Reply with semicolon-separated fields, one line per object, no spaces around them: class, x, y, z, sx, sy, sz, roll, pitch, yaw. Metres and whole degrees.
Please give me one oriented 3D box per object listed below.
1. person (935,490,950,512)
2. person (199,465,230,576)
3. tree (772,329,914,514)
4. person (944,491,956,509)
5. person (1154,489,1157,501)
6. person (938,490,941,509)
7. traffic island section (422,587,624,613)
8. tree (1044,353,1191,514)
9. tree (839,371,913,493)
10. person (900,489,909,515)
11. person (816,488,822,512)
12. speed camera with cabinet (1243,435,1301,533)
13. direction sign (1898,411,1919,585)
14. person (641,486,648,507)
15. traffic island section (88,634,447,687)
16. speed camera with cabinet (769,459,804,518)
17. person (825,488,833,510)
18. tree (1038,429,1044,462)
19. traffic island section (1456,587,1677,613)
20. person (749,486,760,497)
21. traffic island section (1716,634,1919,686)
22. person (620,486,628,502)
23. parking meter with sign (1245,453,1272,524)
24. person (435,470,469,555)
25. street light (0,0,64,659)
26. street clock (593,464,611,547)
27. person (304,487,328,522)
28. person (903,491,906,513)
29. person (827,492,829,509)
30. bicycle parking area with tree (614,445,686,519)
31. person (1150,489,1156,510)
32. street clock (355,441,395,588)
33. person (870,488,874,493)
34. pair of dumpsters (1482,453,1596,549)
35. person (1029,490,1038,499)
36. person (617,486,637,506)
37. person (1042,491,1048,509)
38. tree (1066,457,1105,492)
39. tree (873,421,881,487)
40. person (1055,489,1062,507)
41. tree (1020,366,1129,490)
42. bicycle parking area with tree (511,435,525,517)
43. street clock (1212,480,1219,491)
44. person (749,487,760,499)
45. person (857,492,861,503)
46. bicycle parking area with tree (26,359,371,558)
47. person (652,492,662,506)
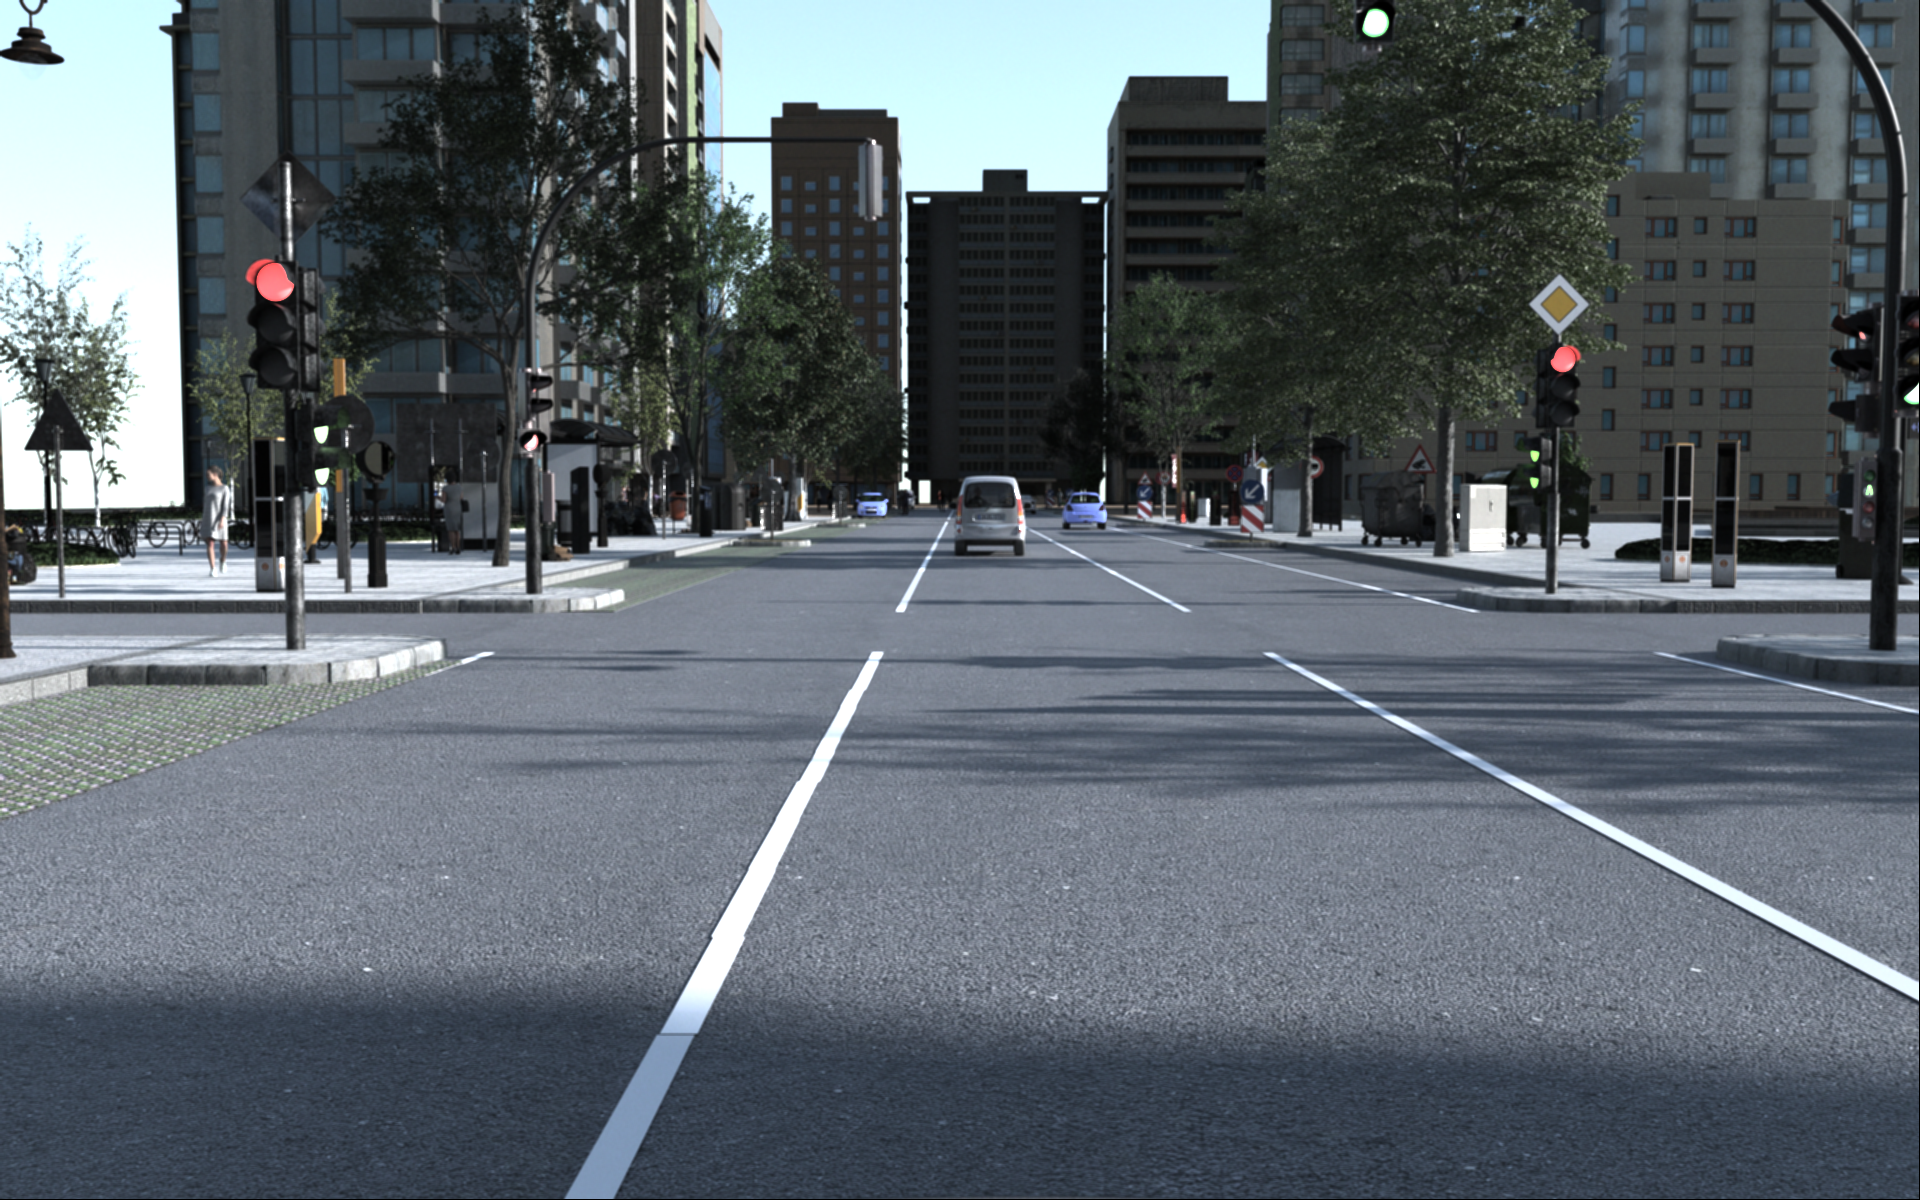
person;-1.376;-7.858;137.807;1.217;1.723;0.721;1;4;15
person;-11.718;-1.250;27.237;0.466;1.731;0.760;-1;4;-20
tree;-8.131;-12.411;113.284;12.009;13.543;11.850;0;3;0
person;-0.953;-9.419;163.223;1.217;1.735;0.721;-1;4;-19
person;18.073;-9.496;161.748;0.683;1.767;0.568;1;4;15
person;-2.038;-9.945;171.039;0.705;1.831;1.348;0;4;-8
traffic island section;-5.504;-0.002;22.318;2.009;0.180;2.903;0;3;0
tree;10.733;-10.774;110.573;8.767;10.594;7.601;1;4;16
tree;-7.954;-14.774;159.680;7.486;12.596;7.792;0;3;0
person;-3.801;-6.660;117.841;0.568;1.767;0.683;2;4;27
person;-9.970;-7.118;123.208;0.721;1.735;1.217;-1;4;-15
speed camera with cabinet;10.504;-3.883;57.827;2.038;3.252;0.660;2;4;31
direction sign;13.363;-1.991;24.550;0.876;3.537;0.379;-1;4;-21
person;-18.995;-5.948;104.017;0.721;1.735;1.217;-1;4;-18
traffic island section;-5.512;0.486;14.333;2.009;0.180;2.903;0;3;0
speed camera with cabinet;-9.555;-6.134;94.621;2.038;3.252;0.660;1;4;17
person;-10.306;-8.026;137.287;0.705;1.822;1.348;1;4;19
tree;9.644;-12.458;138.106;8.767;10.594;7.601;3;5;41
traffic island section;7.637;-0.001;22.299;2.009;0.180;2.903;0;3;0
person;-13.042;-6.463;111.736;1.348;1.821;0.705;0;4;4
traffic island section;7.629;0.487;14.314;2.009;0.180;2.903;0;3;0
person;-19.208;-5.670;99.285;0.617;1.759;0.750;-3;5;-43
parking meter with sign;13.035;-4.742;73.790;1.738;3.016;0.543;0;4;-5
person;-10.761;-1.858;36.778;0.532;1.782;0.716;3;5;40
street light;-7.504;-2.484;13.408;0.468;5.910;1.993;0;3;0
street clock;-8.641;-2.277;41.805;0.358;2.002;0.471;-3;5;-41
person;-19.249;-2.798;51.805;0.660;1.820;0.620;-2;4;-32
person;-4.102;-7.529;132.379;0.721;1.735;1.217;-1;4;-13
person;-11.438;-8.688;151.347;0.557;1.426;1.065;1;4;15
bicycle parking area with tree;-18.364;-6.394;91.540;9.016;4.147;8.231;1;4;22
person;15.476;-8.065;138.817;0.541;1.710;0.530;-1;4;-15
street clock;-8.005;-1.173;23.751;0.358;2.002;0.471;3;4;39
person;-8.324;-9.710;164.887;1.350;1.814;0.705;1;4;9
pair of dumpsters;14.136;-2.452;42.592;1.574;2.255;4.437;0;3;0
person;5.881;-8.169;142.782;1.217;1.735;0.721;0;4;0
person;-21.435;-6.447;111.593;1.348;1.807;0.705;0;4;4
person;8.260;-9.699;167.524;0.568;1.767;0.683;1;4;11
tree;10.616;-9.957;146.508;4.285;4.588;4.351;0;3;0
tree;-7.895;-11.694;141.565;4.737;8.622;4.395;0;3;0
person;9.763;-10.063;170.658;0.705;1.814;1.350;-2;4;-29
tree;10.790;-15.474;163.367;12.009;13.543;11.850;0;3;0
bicycle parking area with tree;-23.110;-5.101;70.397;9.016;4.147;8.231;2;4;26
street clock;12.857;-5.051;87.149;0.358;2.002;0.471;2;4;27
person;-12.546;-6.003;105.023;1.217;1.723;0.721;-2;4;-28
person;-8.738;-8.575;149.436;0.799;1.438;0.628;2;4;31
bicycle parking area with tree;-18.136;-3.189;39.137;9.016;4.147;8.231;3;5;41
person;-18.551;-5.911;105.927;0.697;1.427;0.421;-1;4;-12
